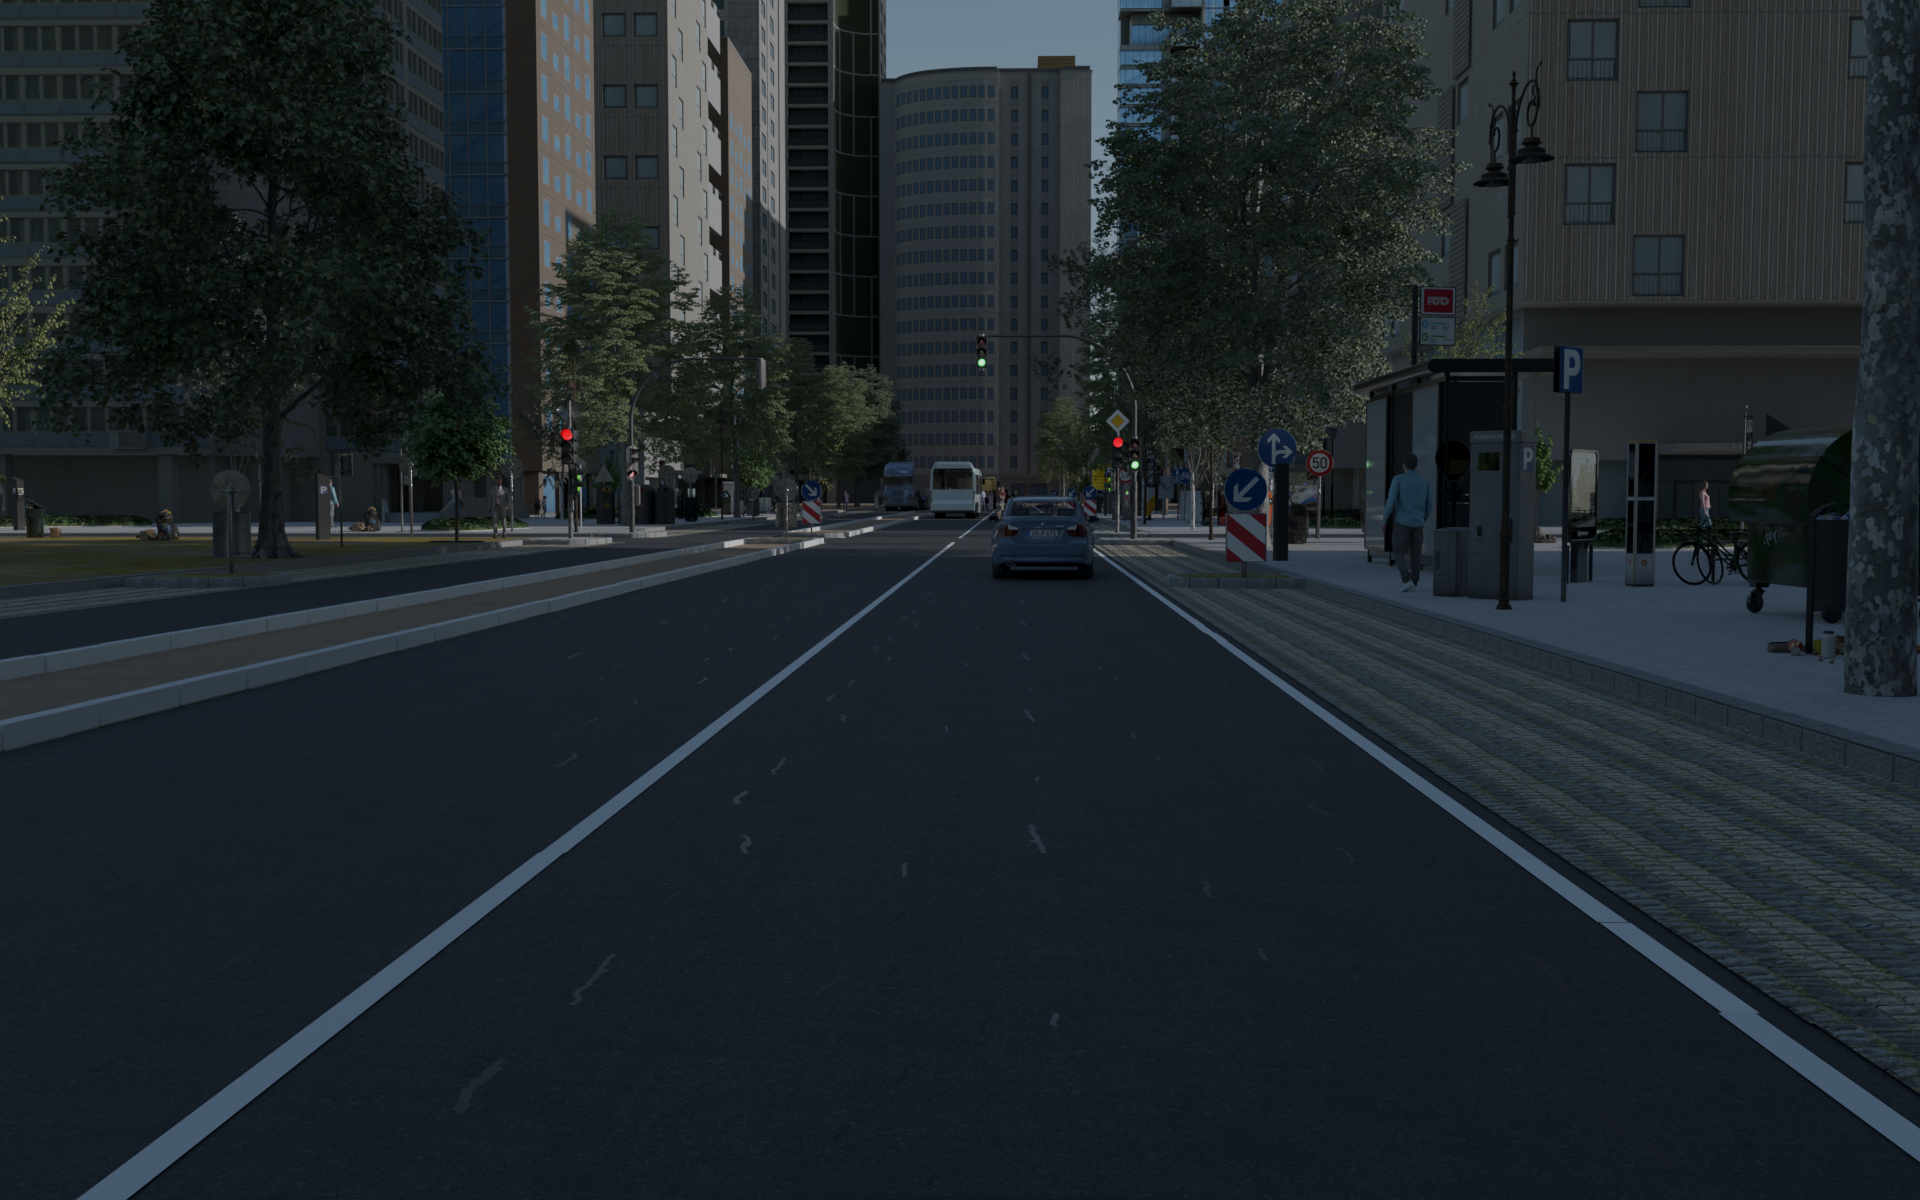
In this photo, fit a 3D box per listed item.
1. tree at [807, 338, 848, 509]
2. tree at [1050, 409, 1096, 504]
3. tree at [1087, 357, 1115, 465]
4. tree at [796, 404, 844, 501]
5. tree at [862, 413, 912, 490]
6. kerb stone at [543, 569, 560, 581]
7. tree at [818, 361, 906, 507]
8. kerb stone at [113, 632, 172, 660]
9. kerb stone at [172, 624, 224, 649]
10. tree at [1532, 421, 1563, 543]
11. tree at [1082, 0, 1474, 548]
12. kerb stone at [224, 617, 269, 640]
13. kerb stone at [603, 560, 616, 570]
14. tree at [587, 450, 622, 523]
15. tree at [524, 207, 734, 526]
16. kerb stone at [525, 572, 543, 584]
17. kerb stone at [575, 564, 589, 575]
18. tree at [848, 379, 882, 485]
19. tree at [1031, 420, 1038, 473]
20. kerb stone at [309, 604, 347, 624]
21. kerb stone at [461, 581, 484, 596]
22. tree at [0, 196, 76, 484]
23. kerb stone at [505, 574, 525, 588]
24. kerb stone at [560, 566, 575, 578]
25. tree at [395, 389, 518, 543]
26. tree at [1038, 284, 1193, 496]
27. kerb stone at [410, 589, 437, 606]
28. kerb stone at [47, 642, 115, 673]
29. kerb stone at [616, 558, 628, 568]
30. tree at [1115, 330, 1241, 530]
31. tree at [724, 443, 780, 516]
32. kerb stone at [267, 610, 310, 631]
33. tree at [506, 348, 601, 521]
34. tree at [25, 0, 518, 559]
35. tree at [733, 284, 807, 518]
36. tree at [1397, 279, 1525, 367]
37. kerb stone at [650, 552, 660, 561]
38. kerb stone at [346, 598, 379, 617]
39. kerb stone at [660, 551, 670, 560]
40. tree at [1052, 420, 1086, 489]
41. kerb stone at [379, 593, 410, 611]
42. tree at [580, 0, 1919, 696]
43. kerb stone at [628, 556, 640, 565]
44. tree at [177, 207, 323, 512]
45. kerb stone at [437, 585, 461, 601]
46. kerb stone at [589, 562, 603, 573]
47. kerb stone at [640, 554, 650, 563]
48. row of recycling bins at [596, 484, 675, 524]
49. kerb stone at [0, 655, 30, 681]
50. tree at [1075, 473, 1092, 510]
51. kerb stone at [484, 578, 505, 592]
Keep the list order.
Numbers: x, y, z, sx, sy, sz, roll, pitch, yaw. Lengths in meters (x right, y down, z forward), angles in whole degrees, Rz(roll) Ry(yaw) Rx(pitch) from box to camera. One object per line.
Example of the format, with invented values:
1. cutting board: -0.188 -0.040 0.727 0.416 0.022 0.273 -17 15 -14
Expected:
1. tree: -12.269 -12.690 125.614 7.486 12.596 7.792 0 3 0
2. tree: 10.204 -12.187 149.623 4.737 8.622 4.395 0 3 0
3. tree: 8.468 -7.779 77.553 4.360 8.622 3.978 0 3 0
4. tree: -11.389 -11.307 135.231 4.737 8.622 4.395 0 3 0
5. tree: -8.909 -16.131 198.152 8.767 10.594 7.601 3 4 36
6. kerb stone: -6.857 -0.394 28.641 0.120 0.150 1.000 0 4 2
7. tree: -9.864 -15.940 167.269 9.857 13.997 8.962 0 3 0
8. kerb stone: -7.296 0.420 15.325 0.120 0.150 1.000 0 4 2
9. kerb stone: -7.262 0.357 16.353 0.120 0.150 1.000 0 4 2
10. tree: 15.350 -3.131 45.801 1.663 3.219 1.824 0 3 0
11. tree: 7.087 -8.233 41.258 9.857 13.997 8.962 0 3 0
12. kerb stone: -7.232 0.299 17.375 0.120 0.150 1.000 0 4 2
13. kerb stone: -6.719 -0.645 32.734 0.120 0.150 1.000 0 4 2
14. tree: -15.616 -5.030 76.844 1.663 3.219 1.824 0 3 0
15. tree: -13.896 -9.255 69.453 7.486 12.596 7.792 0 3 0
16. kerb stone: -6.892 -0.332 27.618 0.120 0.150 1.000 0 4 2
17. kerb stone: -6.797 -0.519 30.691 0.120 0.150 1.000 0 4 2
18. tree: -10.759 -14.331 152.434 7.486 12.596 7.792 0 3 0
19. tree: 11.718 -17.327 201.430 7.486 12.596 7.792 0 3 0
20. kerb stone: -7.161 0.169 19.427 0.120 0.150 1.000 0 4 2
21. kerb stone: -6.999 -0.144 24.546 0.120 0.150 1.000 0 4 2
22. tree: -23.489 -5.538 40.913 4.737 8.622 4.395 0 3 0
23. kerb stone: -6.926 -0.269 26.596 0.120 0.150 1.000 0 4 2
24. kerb stone: -6.828 -0.457 29.667 0.120 0.150 1.000 0 4 2
25. tree: -13.565 -3.825 46.247 4.285 4.588 4.351 0 3 0
26. tree: 9.368 -10.660 92.425 7.486 12.596 7.792 0 3 0
27. kerb stone: -7.059 -0.017 22.496 0.120 0.150 1.000 0 4 2
28. kerb stone: -7.317 0.486 14.301 0.120 0.150 1.000 0 4 2
29. kerb stone: -6.692 -0.707 33.755 0.120 0.150 1.000 0 4 2
30. tree: 8.311 -6.834 62.093 4.360 8.622 3.978 0 3 0
31. tree: -12.232 -7.271 102.590 4.285 4.588 4.351 0 3 0
32. kerb stone: -7.196 0.232 18.401 0.120 0.150 1.000 0 4 2
33. tree: -19.418 -8.123 83.176 4.360 8.622 3.978 0 3 0
34. tree: -13.693 -7.183 34.454 9.611 12.733 9.660 0 3 0
35. tree: -12.578 -10.767 94.172 7.486 12.596 7.792 0 3 0
36. tree: 16.968 -6.631 58.780 4.737 8.622 4.395 0 3 0
37. kerb stone: -6.591 -0.892 36.828 0.120 0.150 1.000 0 4 2
38. kerb stone: -7.131 0.107 20.449 0.120 0.150 1.000 0 4 2
39. kerb stone: -6.561 -0.957 37.850 0.120 0.150 1.000 0 4 2
40. tree: 11.325 -13.607 172.837 4.360 8.622 3.978 0 3 0
41. kerb stone: -7.090 0.045 21.474 0.120 0.150 1.000 0 4 2
42. tree: 5.059 -9.385 9.342 12.611 20.169 13.585 0 3 0
43. kerb stone: -6.656 -0.769 34.783 0.120 0.150 1.000 0 4 2
44. tree: -17.971 -5.747 44.324 4.360 8.622 3.978 0 3 0
45. kerb stone: -7.027 -0.076 23.519 0.120 0.150 1.000 0 4 2
46. kerb stone: -6.765 -0.582 31.713 0.120 0.150 1.000 0 4 2
47. kerb stone: -6.624 -0.832 35.807 0.120 0.150 1.000 0 4 2
48. row of recycling bins: -13.816 -4.076 73.763 3.534 1.692 1.069 1 4 11
49. kerb stone: -7.363 0.545 13.280 0.120 0.150 1.000 0 4 2
50. tree: 10.434 -9.039 142.393 1.663 3.219 1.824 0 3 0
51. kerb stone: -6.963 -0.207 25.575 0.120 0.150 1.000 0 4 2
